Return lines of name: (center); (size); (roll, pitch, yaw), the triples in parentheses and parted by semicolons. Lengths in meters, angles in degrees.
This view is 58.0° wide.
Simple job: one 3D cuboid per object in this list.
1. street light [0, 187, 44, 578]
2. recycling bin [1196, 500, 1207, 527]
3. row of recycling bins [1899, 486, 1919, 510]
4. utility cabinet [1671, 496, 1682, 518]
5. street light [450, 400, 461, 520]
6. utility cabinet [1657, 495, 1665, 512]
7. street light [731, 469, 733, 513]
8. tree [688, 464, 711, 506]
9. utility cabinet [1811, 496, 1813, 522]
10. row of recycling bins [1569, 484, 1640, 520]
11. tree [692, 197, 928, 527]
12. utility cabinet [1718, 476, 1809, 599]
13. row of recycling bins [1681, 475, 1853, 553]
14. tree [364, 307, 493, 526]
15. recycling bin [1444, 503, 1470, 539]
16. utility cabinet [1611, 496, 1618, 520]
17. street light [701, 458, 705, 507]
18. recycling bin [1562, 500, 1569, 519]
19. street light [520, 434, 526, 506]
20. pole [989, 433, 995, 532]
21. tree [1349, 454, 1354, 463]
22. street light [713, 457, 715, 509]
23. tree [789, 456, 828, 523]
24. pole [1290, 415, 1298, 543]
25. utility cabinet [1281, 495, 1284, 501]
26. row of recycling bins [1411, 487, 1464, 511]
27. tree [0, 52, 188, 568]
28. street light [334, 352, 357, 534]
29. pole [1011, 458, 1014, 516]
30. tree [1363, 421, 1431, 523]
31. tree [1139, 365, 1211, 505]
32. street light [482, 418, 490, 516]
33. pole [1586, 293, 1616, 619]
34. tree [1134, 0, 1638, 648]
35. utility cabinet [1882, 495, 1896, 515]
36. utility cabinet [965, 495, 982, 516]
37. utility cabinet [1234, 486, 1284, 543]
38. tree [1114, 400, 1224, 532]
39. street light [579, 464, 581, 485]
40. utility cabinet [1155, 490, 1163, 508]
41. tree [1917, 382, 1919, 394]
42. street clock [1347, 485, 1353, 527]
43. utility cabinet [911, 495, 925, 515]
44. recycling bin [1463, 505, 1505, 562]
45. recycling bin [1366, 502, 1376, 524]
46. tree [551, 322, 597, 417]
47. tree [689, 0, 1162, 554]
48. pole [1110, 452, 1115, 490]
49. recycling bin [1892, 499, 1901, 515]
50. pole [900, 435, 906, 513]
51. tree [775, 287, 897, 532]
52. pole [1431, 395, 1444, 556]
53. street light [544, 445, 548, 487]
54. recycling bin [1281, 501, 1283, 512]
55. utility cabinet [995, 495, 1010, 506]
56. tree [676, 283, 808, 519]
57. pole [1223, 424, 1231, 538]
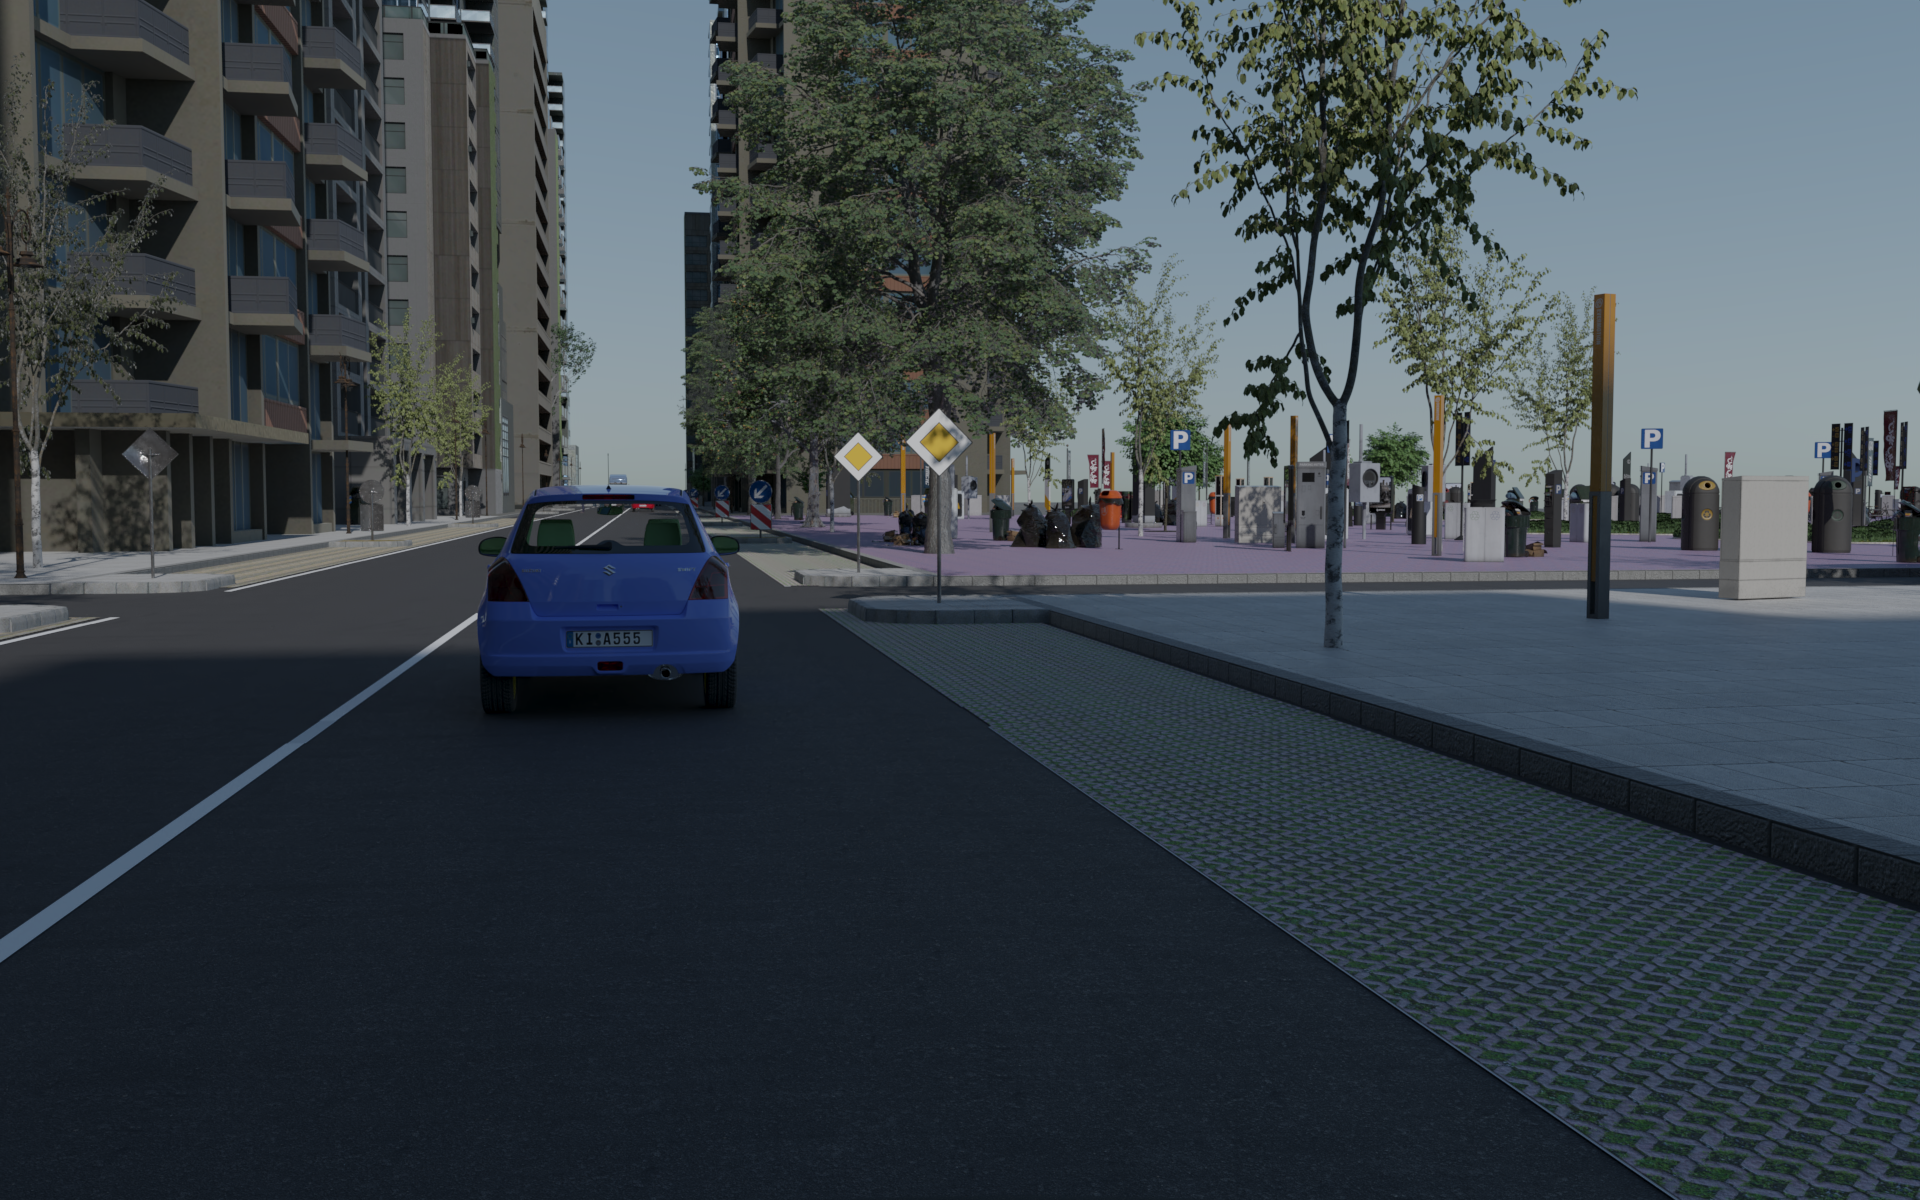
street light: (-14.325, -3.269, 26.231); (0.468, 5.910, 1.993); (-1, 4, -10)
recycling bin: (9.307, -3.434, 68.701); (0.722, 1.027, 0.722); (-2, 4, -32)
row of recycling bins: (50.069, -5.147, 91.264); (1.069, 1.692, 3.534); (2, 4, 24)
utility cabinet: (28.428, -3.467, 67.854); (1.020, 1.237, 0.306); (1, 4, 15)
street light: (-24.875, -6.889, 85.426); (0.468, 5.910, 1.993); (-1, 4, -10)
utility cabinet: (39.407, -5.262, 97.191); (1.020, 1.237, 0.306); (1, 4, 9)
street light: (-15.450, -8.830, 117.164); (0.468, 5.910, 1.993); (-1, 4, -10)
tree: (-27.991, -12.553, 188.947); (4.285, 4.588, 4.351); (0, 3, 0)
utility cabinet: (27.376, -2.704, 55.379); (0.306, 1.237, 1.020); (2, 4, 25)
row of recycling bins: (26.199, -3.876, 70.488); (1.069, 1.692, 3.534); (-2, 4, -25)
tree: (-5.597, -9.176, 67.039); (9.611, 12.733, 9.660); (0, 3, 0)
utility cabinet: (9.813, -0.764, 21.162); (1.173, 1.500, 0.318); (-2, 4, -26)
row of recycling bins: (18.017, -1.937, 38.782); (3.534, 1.692, 1.069); (2, 4, 33)
tree: (-21.936, -7.270, 69.227); (4.737, 8.622, 4.395); (0, 3, 0)
recycling bin: (14.267, -2.252, 49.374); (0.722, 1.027, 0.722); (2, 4, 33)
utility cabinet: (24.546, -3.299, 65.098); (0.306, 1.237, 1.020); (1, 4, 22)
street light: (-26.258, -12.509, 177.310); (0.468, 5.910, 1.993); (-1, 4, -10)
recycling bin: (27.457, -4.000, 77.957); (0.722, 1.027, 0.722); (2, 4, 30)
street light: (-33.105, -9.685, 131.135); (0.468, 5.910, 1.993); (-1, 4, -10)
pole: (1.086, -3.923, 57.982); (0.158, 3.312, 0.155); (0, 3, 0)
tree: (18.505, -5.384, 82.636); (1.663, 3.219, 1.824); (0, 3, 0)
street light: (-20.986, -10.697, 147.679); (0.468, 5.910, 1.993); (-1, 4, -10)
tree: (-6.600, -5.063, 77.383); (1.663, 3.219, 1.824); (0, 3, 0)
pole: (8.676, -3.132, 45.044); (0.158, 3.312, 0.155); (0, 3, 0)
utility cabinet: (18.081, -5.323, 98.184); (1.020, 1.237, 0.306); (2, 4, 26)
row of recycling bins: (26.226, -5.402, 95.443); (3.534, 1.692, 1.069); (-2, 4, -27)
tree: (-15.878, -4.872, 30.016); (4.360, 8.622, 3.978); (0, 3, 0)
street light: (-19.796, -5.084, 55.909); (0.468, 5.910, 1.993); (-1, 4, -10)
pole: (3.012, -6.437, 99.087); (0.158, 3.312, 0.155); (0, 3, 0)
tree: (19.569, -5.776, 78.145); (4.285, 4.588, 4.351); (0, 3, 0)
tree: (11.679, -8.987, 97.305); (4.360, 8.622, 3.978); (0, 3, 0)
street light: (-27.770, -7.872, 101.496); (0.468, 5.910, 1.993); (-1, 4, -10)
pole: (6.574, -1.462, 17.755); (0.158, 3.312, 0.155); (0, 3, 0)
tree: (3.296, -3.919, 14.432); (4.737, 8.622, 4.395); (0, 3, 0)
utility cabinet: (53.940, -5.492, 100.951); (0.306, 1.237, 1.020); (-3, 5, -43)
utility cabinet: (0.794, -5.660, 103.708); (1.020, 1.237, 0.306); (-2, 4, -32)
utility cabinet: (7.759, -2.227, 45.083); (1.173, 1.500, 0.318); (-1, 4, -14)
tree: (6.917, -4.596, 58.865); (4.285, 4.588, 4.351); (0, 3, 0)
street light: (-53.363, -16.555, 243.459); (0.468, 5.910, 1.993); (-1, 4, -10)
utility cabinet: (9.785, -4.877, 88.423); (1.173, 1.500, 0.318); (3, 5, 44)
tree: (5.055, -3.414, 6.180); (4.737, 8.622, 4.395); (0, 3, 0)
street clock: (15.348, -3.886, 68.109); (0.358, 2.002, 0.471); (0, 4, 0)
utility cabinet: (-2.306, -5.413, 99.664); (1.020, 1.237, 0.306); (2, 4, 28)
recycling bin: (9.958, -1.247, 32.938); (0.722, 1.027, 0.722); (1, 4, 14)
recycling bin: (17.944, -3.817, 74.958); (0.722, 1.027, 0.722); (2, 4, 26)
tree: (-43.445, -19.455, 173.983); (12.611, 20.169, 13.585); (0, 3, 0)
tree: (-0.563, -7.971, 36.974); (9.857, 13.997, 8.962); (0, 3, 0)
pole: (7.417, -5.535, 84.335); (0.158, 3.312, 0.155); (0, 3, 0)
recycling bin: (48.092, -4.638, 88.377); (0.722, 1.027, 0.722); (0, 4, 5)
pole: (-1.968, -4.029, 59.711); (0.158, 3.312, 0.155); (0, 3, 0)
tree: (-4.243, -6.580, 57.943); (4.360, 8.622, 3.978); (0, 3, 0)
pole: (9.884, -2.567, 35.820); (0.158, 3.312, 0.155); (0, 3, 0)
street light: (-38.389, -11.499, 160.797); (0.468, 5.910, 1.993); (-1, 4, -10)
recycling bin: (11.763, -3.185, 64.636); (0.722, 1.027, 0.722); (-3, 5, -43)
utility cabinet: (2.057, -4.678, 87.648); (1.020, 1.237, 0.306); (-3, 5, -43)
tree: (-9.164, -10.848, 87.742); (12.009, 13.543, 11.850); (0, 3, 0)
pole: (7.725, -3.440, 50.082); (0.158, 3.312, 0.155); (0, 3, 0)
